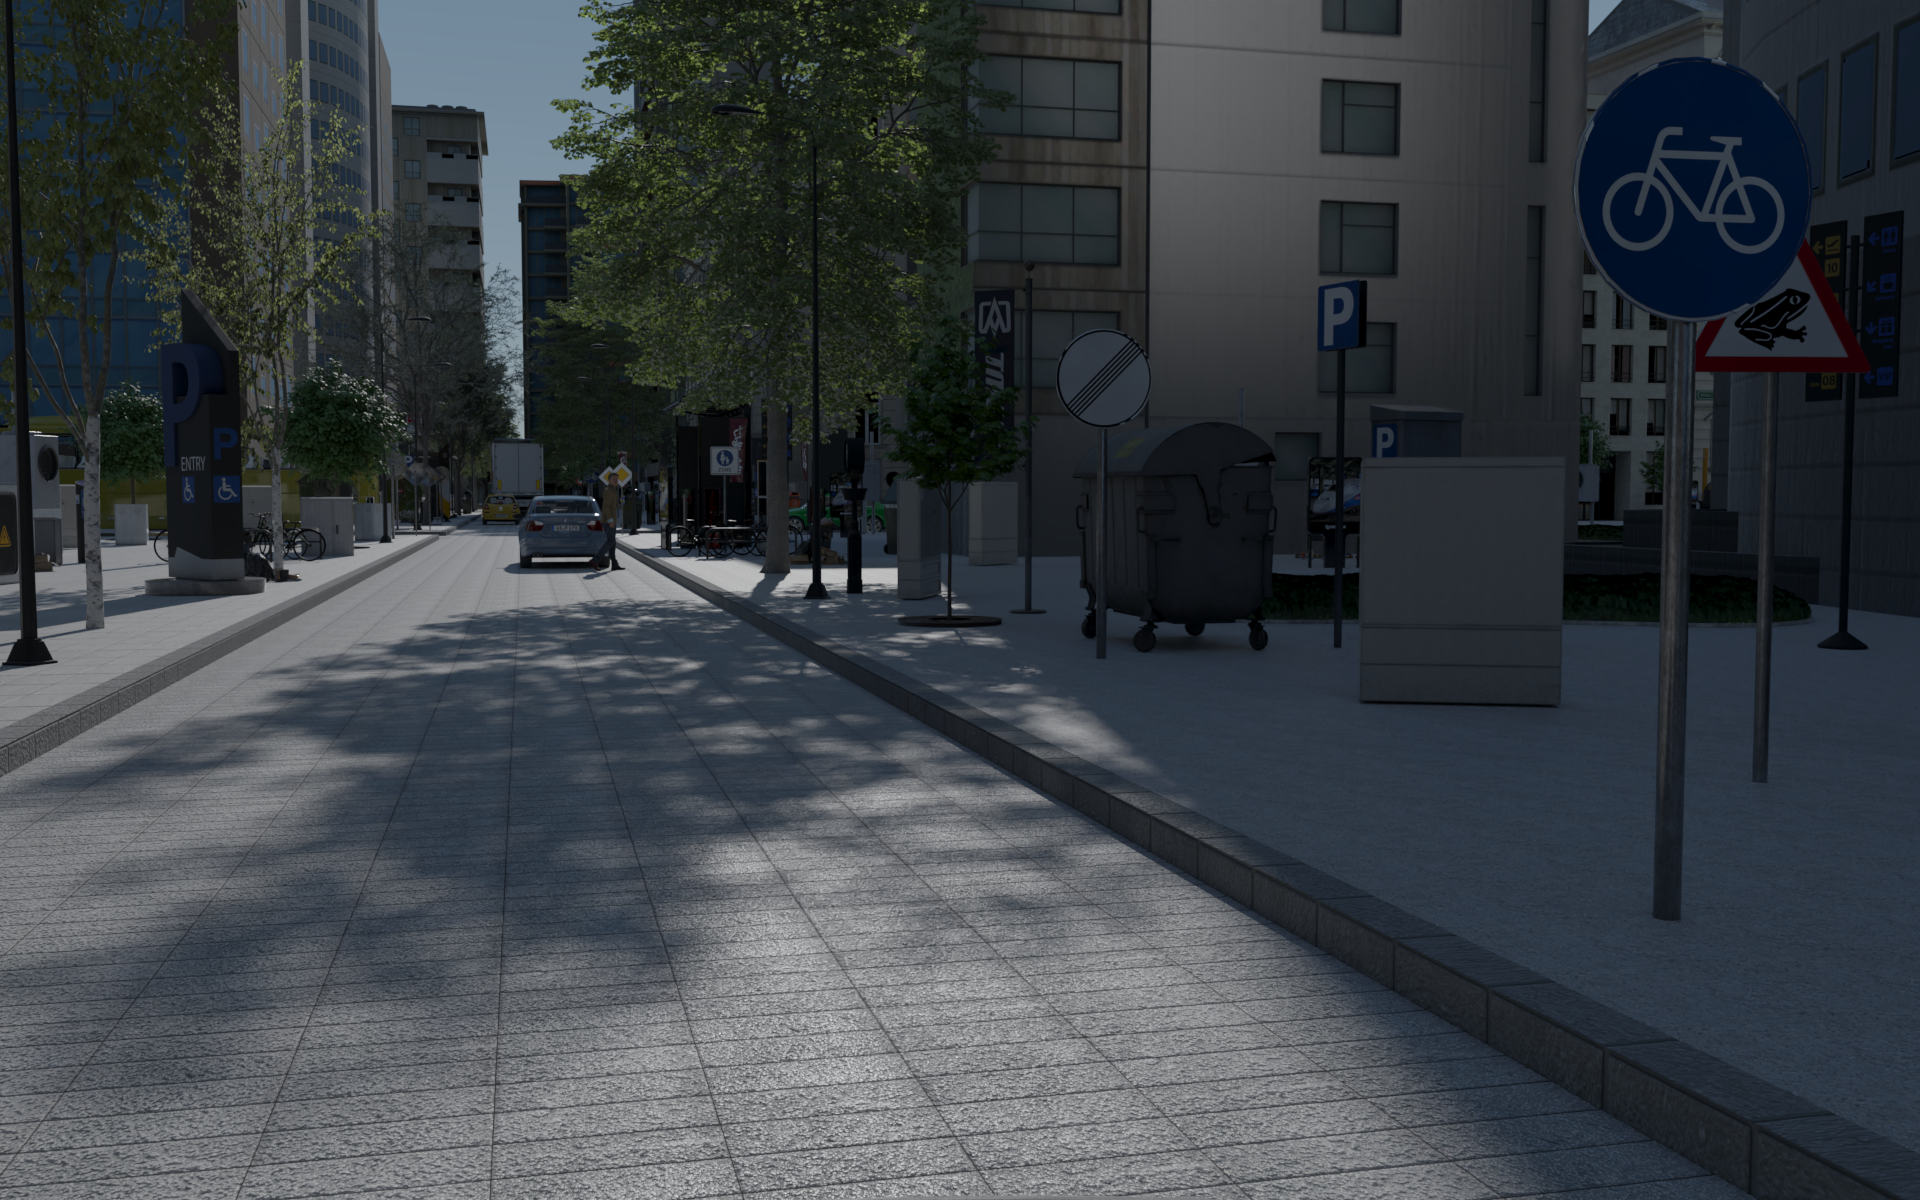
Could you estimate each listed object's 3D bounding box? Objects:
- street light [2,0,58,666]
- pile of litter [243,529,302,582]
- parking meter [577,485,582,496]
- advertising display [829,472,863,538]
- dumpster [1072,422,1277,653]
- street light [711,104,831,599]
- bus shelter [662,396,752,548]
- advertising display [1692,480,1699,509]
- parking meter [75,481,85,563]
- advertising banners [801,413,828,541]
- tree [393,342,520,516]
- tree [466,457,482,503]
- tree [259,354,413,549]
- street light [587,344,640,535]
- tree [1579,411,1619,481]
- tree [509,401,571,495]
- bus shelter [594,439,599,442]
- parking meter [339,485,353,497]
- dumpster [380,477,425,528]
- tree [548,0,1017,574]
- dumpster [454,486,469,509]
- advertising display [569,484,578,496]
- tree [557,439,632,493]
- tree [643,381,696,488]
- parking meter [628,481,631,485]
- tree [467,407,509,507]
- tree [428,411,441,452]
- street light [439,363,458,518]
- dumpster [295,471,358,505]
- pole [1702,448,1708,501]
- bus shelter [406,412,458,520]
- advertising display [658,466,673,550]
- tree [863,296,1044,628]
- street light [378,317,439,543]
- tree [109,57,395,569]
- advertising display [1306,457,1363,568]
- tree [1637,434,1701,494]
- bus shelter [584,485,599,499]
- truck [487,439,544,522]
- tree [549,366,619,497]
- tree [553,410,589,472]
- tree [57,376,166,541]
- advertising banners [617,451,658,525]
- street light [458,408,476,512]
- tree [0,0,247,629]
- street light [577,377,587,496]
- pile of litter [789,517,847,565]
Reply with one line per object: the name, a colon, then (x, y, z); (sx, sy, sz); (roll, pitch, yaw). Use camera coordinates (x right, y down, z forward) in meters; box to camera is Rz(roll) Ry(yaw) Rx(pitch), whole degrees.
street light: (-6.491, -2.475, 13.015); (1.470, 5.913, 1.316); (-1, 4, -14)
pile of litter: (-10.542, -0.712, 25.605); (1.719, 0.858, 1.176); (2, 4, 31)
parking meter: (-25.583, -6.789, 116.705); (0.255, 1.863, 0.399); (1, 4, 18)
advertising display: (-3.346, -2.797, 50.949); (0.974, 1.923, 0.123); (0, 4, 3)
dumpster: (1.822, -0.551, 14.764); (1.264, 1.857, 1.865); (-1, 4, -14)
street light: (-2.280, -2.959, 20.927); (1.470, 5.913, 1.316); (-1, 4, -14)
bus shelter: (-6.536, -3.262, 44.618); (1.731, 3.624, 6.357); (-1, 4, -14)
advertising display: (34.211, -4.666, 81.501); (0.974, 1.923, 0.123); (2, 4, 33)
parking meter: (-16.270, -1.461, 32.304); (0.372, 1.533, 0.369); (0, 3, 0)
advertising banners: (-3.084, -2.462, 36.440); (0.090, 3.025, 2.074); (-1, 4, -19)
tree: (-30.061, -10.305, 102.898); (8.767, 10.594, 7.601); (1, 4, 17)
tree: (-54.304, -14.975, 195.206); (4.737, 8.622, 4.395); (0, 3, 0)
tree: (-14.583, -3.481, 40.625); (4.285, 4.588, 4.351); (0, 3, 0)
street light: (-10.732, -4.976, 53.899); (1.470, 5.913, 1.316); (-1, 4, -14)
tree: (20.564, -4.586, 58.694); (4.285, 4.588, 4.351); (0, 3, 0)
tree: (-44.029, -16.332, 192.788); (9.928, 11.665, 9.643); (0, 3, 0)
bus shelter: (-26.310, -8.960, 124.122); (2.179, 5.291, 8.768); (-1, 4, -14)
parking meter: (-16.510, -2.332, 46.546); (0.372, 1.533, 0.369); (0, 3, 0)
dumpster: (-20.747, -3.791, 64.483); (1.502, 2.255, 1.985); (-1, 4, -14)
tree: (-2.952, -6.733, 28.207); (7.486, 12.596, 7.792); (0, 3, 0)
dumpster: (-35.808, -7.236, 124.073); (1.264, 1.857, 1.865); (-1, 4, -14)
advertising display: (-26.386, -6.915, 118.270); (0.123, 1.923, 0.974); (1, 4, 18)
tree: (-19.241, -6.703, 93.308); (4.285, 4.588, 4.351); (0, 3, 0)
tree: (-18.531, -9.850, 111.410); (4.360, 8.622, 3.978); (0, 3, 0)
parking meter: (-15.022, -4.447, 78.426); (0.255, 1.863, 0.399); (-1, 4, -9)
tree: (-55.657, -16.909, 202.211); (9.928, 11.665, 9.643); (0, 3, 0)
tree: (-37.643, -13.140, 132.972); (7.486, 12.596, 7.792); (0, 3, 0)
street light: (-18.683, -5.428, 61.296); (1.470, 5.913, 1.316); (-1, 4, -14)
dumpster: (-17.576, -2.786, 48.050); (1.502, 2.255, 1.985); (-1, 4, -14)
pole: (32.967, -5.066, 76.670); (0.158, 3.312, 0.155); (0, 3, 0)
bus shelter: (-26.748, -6.744, 87.889); (2.179, 5.291, 8.768); (-1, 4, -14)
advertising display: (-6.768, -2.118, 39.846); (0.123, 1.923, 0.974); (-1, 4, -22)
tree: (-0.208, -1.367, 16.947); (1.663, 3.219, 1.824); (0, 3, 0)
street light: (-14.555, -4.458, 45.437); (1.470, 5.913, 1.316); (-1, 4, -14)
tree: (-11.587, -4.781, 28.536); (4.360, 8.622, 3.978); (0, 3, 0)
advertising display: (6.510, -1.521, 30.075); (0.974, 1.923, 0.123); (0, 4, -3)
tree: (21.594, -3.585, 53.212); (1.663, 3.219, 1.824); (0, 3, 0)
bus shelter: (-22.496, -7.030, 106.227); (1.731, 3.624, 6.357); (-1, 4, -14)
truck: (-23.943, -6.384, 93.289); (2.839, 4.237, 11.283); (-1, 4, -16)
tree: (-21.166, -9.043, 98.221); (4.737, 8.622, 4.395); (0, 3, 0)
tree: (-30.833, -11.638, 140.647); (4.360, 8.622, 3.978); (0, 3, 0)
tree: (-23.128, -3.941, 48.143); (4.285, 4.588, 4.351); (0, 3, 0)
advertising banners: (-13.351, -4.614, 71.635); (0.090, 3.025, 2.074); (3, 5, 40)
street light: (-26.859, -7.410, 93.690); (1.470, 5.913, 1.316); (-1, 4, -14)
tree: (-8.476, -4.036, 16.353); (4.737, 8.622, 4.395); (0, 3, 0)
street light: (-14.518, -5.904, 69.072); (1.470, 5.913, 1.316); (-1, 4, -14)
pile of litter: (-2.648, -1.088, 31.758); (1.719, 0.858, 1.176); (3, 5, 43)
